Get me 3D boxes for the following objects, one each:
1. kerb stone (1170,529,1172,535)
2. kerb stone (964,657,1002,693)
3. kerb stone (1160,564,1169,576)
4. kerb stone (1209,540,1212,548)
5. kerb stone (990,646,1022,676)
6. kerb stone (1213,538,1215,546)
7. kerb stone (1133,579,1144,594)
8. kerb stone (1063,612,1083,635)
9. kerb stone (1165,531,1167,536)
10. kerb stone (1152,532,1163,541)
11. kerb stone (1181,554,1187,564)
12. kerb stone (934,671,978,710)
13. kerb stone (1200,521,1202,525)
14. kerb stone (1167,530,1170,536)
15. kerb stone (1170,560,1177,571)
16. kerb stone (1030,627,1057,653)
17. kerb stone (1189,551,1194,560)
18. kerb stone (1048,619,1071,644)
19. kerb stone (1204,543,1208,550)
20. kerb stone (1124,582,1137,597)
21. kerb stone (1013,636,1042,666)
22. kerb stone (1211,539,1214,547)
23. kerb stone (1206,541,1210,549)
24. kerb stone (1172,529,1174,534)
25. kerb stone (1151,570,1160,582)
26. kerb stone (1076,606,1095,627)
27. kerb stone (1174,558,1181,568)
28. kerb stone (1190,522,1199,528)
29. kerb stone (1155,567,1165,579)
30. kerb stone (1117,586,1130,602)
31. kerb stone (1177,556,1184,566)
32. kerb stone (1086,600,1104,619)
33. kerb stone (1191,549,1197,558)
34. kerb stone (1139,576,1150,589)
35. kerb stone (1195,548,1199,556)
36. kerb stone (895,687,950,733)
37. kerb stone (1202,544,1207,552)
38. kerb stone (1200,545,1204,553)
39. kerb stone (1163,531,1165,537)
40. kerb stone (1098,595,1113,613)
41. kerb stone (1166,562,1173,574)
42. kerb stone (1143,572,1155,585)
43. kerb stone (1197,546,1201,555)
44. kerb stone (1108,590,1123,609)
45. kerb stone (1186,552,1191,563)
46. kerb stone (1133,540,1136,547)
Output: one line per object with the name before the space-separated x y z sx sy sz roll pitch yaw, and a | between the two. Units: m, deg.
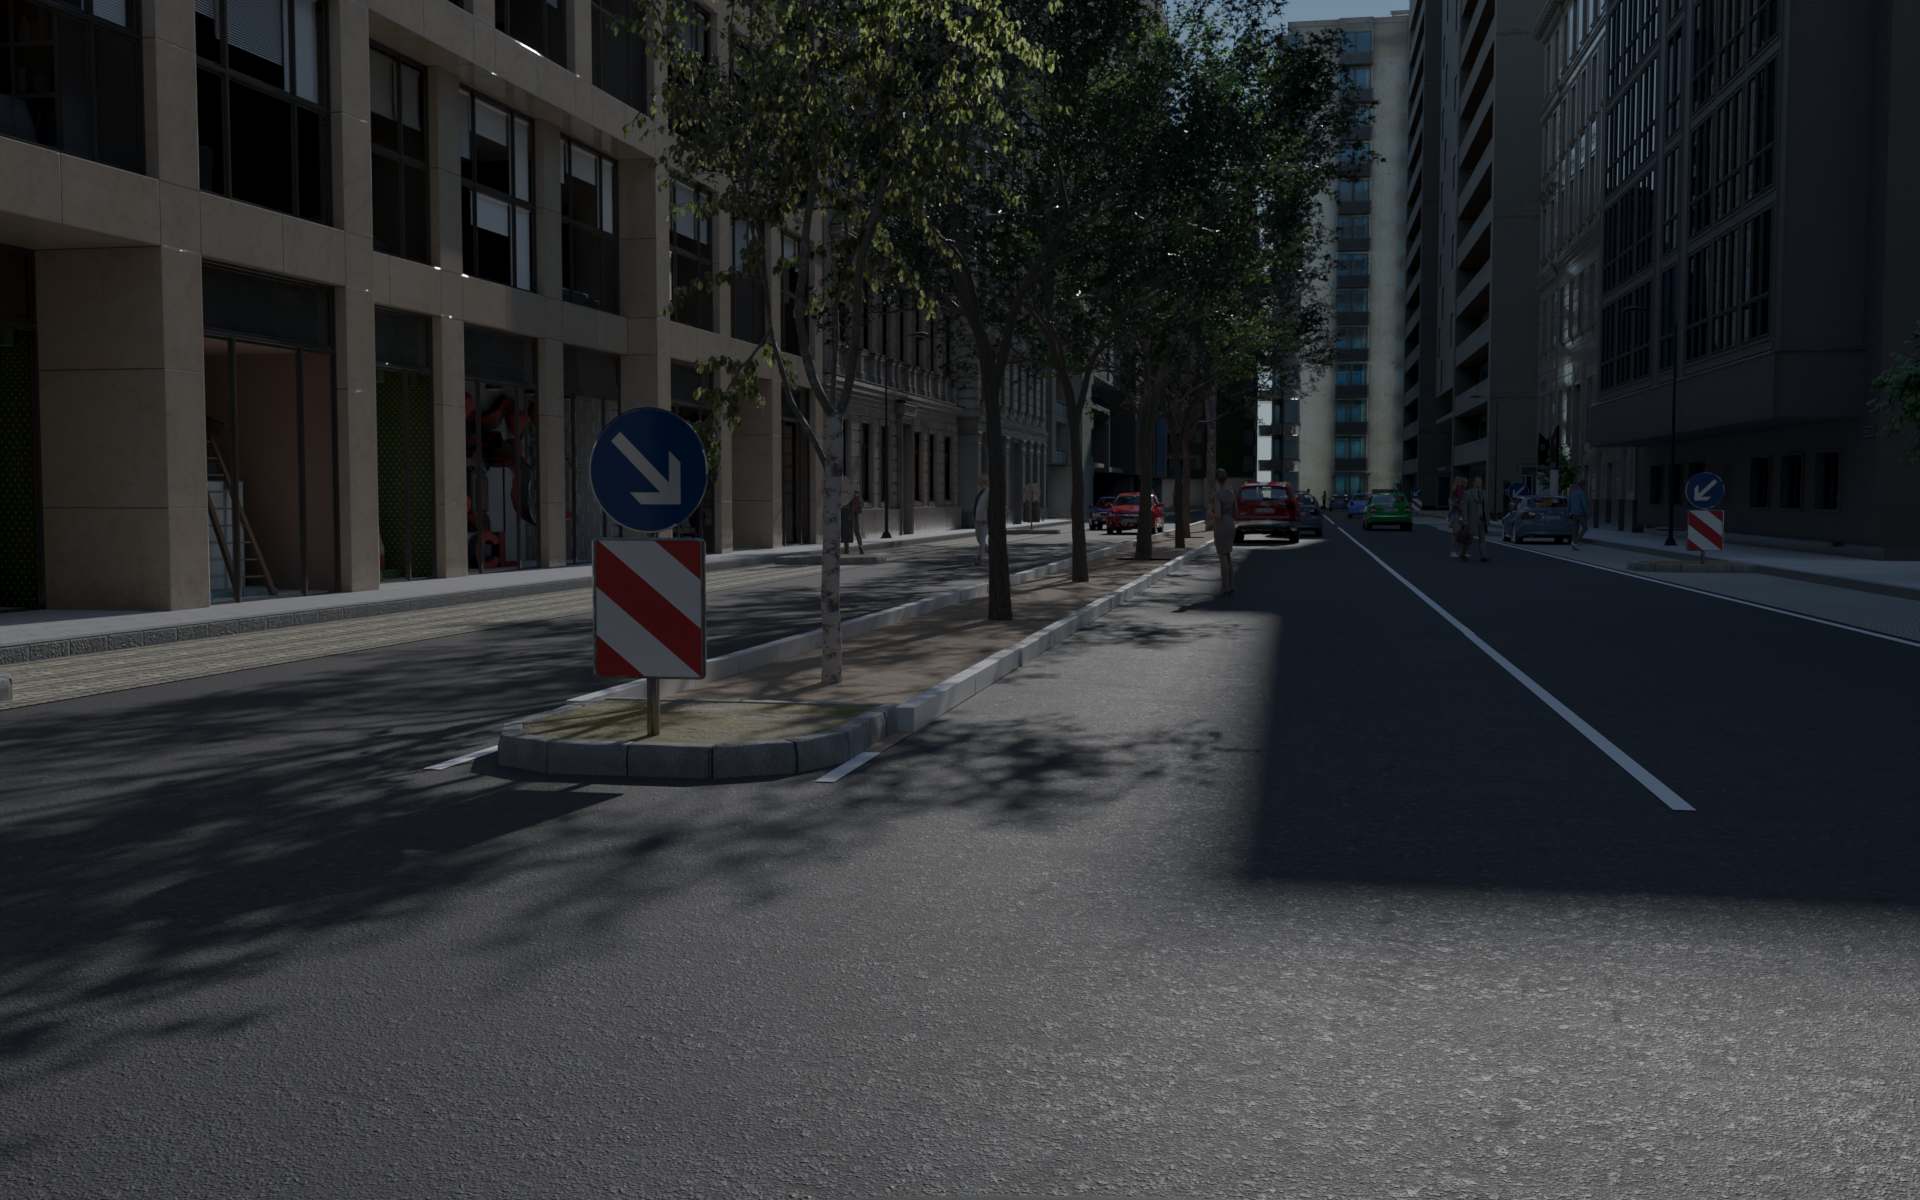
kerb stone | 7.096 -2.286 59.578 0.120 0.150 1.000 1 4 11
kerb stone | 0.151 0.569 12.892 0.120 0.150 1.000 1 4 11
kerb stone | 3.485 -0.478 30.009 0.120 0.150 1.000 1 4 11
kerb stone | 6.417 -1.401 45.103 0.120 0.150 1.000 1 4 11
kerb stone | 0.339 0.507 13.901 0.120 0.150 1.000 1 4 11
kerb stone | 6.824 -1.521 47.122 0.120 0.150 1.000 1 4 11
kerb stone | 2.509 -0.169 24.991 0.120 0.150 1.000 1 4 11
kerb stone | 1.131 0.263 17.937 0.120 0.150 1.000 1 4 11
kerb stone | 6.712 -2.163 57.562 0.120 0.150 1.000 1 4 11
kerb stone | 6.315 -2.038 55.536 0.120 0.150 1.000 1 4 11
kerb stone | 4.455 -0.785 35.031 0.120 0.150 1.000 1 4 11
kerb stone | -0.047 0.630 11.887 0.120 0.150 1.000 1 4 11
kerb stone | 10.643 -3.393 77.711 0.120 0.150 1.000 1 4 11
kerb stone | 6.906 -2.222 58.566 0.120 0.150 1.000 1 4 11
kerb stone | 3.874 -0.601 32.019 0.120 0.150 1.000 1 4 11
kerb stone | 0.738 0.384 15.919 0.120 0.150 1.000 1 4 11
kerb stone | 4.860 -0.905 37.045 0.120 0.150 1.000 1 4 11
kerb stone | 0.939 0.322 16.930 0.120 0.150 1.000 1 4 11
kerb stone | 6.032 -1.278 43.084 0.120 0.150 1.000 1 4 11
kerb stone | 2.307 -0.109 23.985 0.120 0.150 1.000 1 4 11
kerb stone | 0.556 0.446 14.910 0.120 0.150 1.000 1 4 11
kerb stone | 6.616 -1.462 46.121 0.120 0.150 1.000 1 4 11
kerb stone | 6.224 -1.340 44.099 0.120 0.150 1.000 1 4 11
kerb stone | 7.302 -2.348 60.588 0.120 0.150 1.000 1 4 11
kerb stone | 3.088 -0.355 28.003 0.120 0.150 1.000 1 4 11
kerb stone | 1.328 0.199 18.940 0.120 0.150 1.000 1 4 11
kerb stone | 4.075 -0.662 33.022 0.120 0.150 1.000 1 4 11
kerb stone | 10.249 -3.272 75.700 0.120 0.150 1.000 1 4 11
kerb stone | 3.286 -0.416 29.006 0.120 0.150 1.000 1 4 11
kerb stone | 2.111 -0.048 22.981 0.120 0.150 1.000 1 4 11
kerb stone | 4.267 -0.724 34.026 0.120 0.150 1.000 1 4 11
kerb stone | 1.519 0.137 19.958 0.120 0.150 1.000 1 4 11
kerb stone | 5.055 -0.967 38.049 0.120 0.150 1.000 1 4 11
kerb stone | 2.706 -0.228 25.994 0.120 0.150 1.000 1 4 11
kerb stone | 5.248 -1.028 39.059 0.120 0.150 1.000 1 4 11
kerb stone | -0.239 0.692 10.883 0.120 0.150 1.000 1 4 11
kerb stone | 5.845 -1.216 42.079 0.120 0.150 1.000 1 4 11
kerb stone | 5.641 -1.154 41.070 0.120 0.150 1.000 1 4 11
kerb stone | 6.515 -2.101 56.553 0.120 0.150 1.000 1 4 11
kerb stone | 1.714 0.075 20.965 0.120 0.150 1.000 1 4 11
kerb stone | 3.677 -0.539 31.013 0.120 0.150 1.000 1 4 11
kerb stone | 2.892 -0.294 26.999 0.120 0.150 1.000 1 4 11
kerb stone | 5.438 -1.093 40.068 0.120 0.150 1.000 1 4 11
kerb stone | 1.920 0.014 21.966 0.120 0.150 1.000 1 4 11
kerb stone | 4.659 -0.846 36.033 0.120 0.150 1.000 1 4 11
kerb stone | 4.555 -1.478 46.497 0.120 0.150 1.000 1 4 11
